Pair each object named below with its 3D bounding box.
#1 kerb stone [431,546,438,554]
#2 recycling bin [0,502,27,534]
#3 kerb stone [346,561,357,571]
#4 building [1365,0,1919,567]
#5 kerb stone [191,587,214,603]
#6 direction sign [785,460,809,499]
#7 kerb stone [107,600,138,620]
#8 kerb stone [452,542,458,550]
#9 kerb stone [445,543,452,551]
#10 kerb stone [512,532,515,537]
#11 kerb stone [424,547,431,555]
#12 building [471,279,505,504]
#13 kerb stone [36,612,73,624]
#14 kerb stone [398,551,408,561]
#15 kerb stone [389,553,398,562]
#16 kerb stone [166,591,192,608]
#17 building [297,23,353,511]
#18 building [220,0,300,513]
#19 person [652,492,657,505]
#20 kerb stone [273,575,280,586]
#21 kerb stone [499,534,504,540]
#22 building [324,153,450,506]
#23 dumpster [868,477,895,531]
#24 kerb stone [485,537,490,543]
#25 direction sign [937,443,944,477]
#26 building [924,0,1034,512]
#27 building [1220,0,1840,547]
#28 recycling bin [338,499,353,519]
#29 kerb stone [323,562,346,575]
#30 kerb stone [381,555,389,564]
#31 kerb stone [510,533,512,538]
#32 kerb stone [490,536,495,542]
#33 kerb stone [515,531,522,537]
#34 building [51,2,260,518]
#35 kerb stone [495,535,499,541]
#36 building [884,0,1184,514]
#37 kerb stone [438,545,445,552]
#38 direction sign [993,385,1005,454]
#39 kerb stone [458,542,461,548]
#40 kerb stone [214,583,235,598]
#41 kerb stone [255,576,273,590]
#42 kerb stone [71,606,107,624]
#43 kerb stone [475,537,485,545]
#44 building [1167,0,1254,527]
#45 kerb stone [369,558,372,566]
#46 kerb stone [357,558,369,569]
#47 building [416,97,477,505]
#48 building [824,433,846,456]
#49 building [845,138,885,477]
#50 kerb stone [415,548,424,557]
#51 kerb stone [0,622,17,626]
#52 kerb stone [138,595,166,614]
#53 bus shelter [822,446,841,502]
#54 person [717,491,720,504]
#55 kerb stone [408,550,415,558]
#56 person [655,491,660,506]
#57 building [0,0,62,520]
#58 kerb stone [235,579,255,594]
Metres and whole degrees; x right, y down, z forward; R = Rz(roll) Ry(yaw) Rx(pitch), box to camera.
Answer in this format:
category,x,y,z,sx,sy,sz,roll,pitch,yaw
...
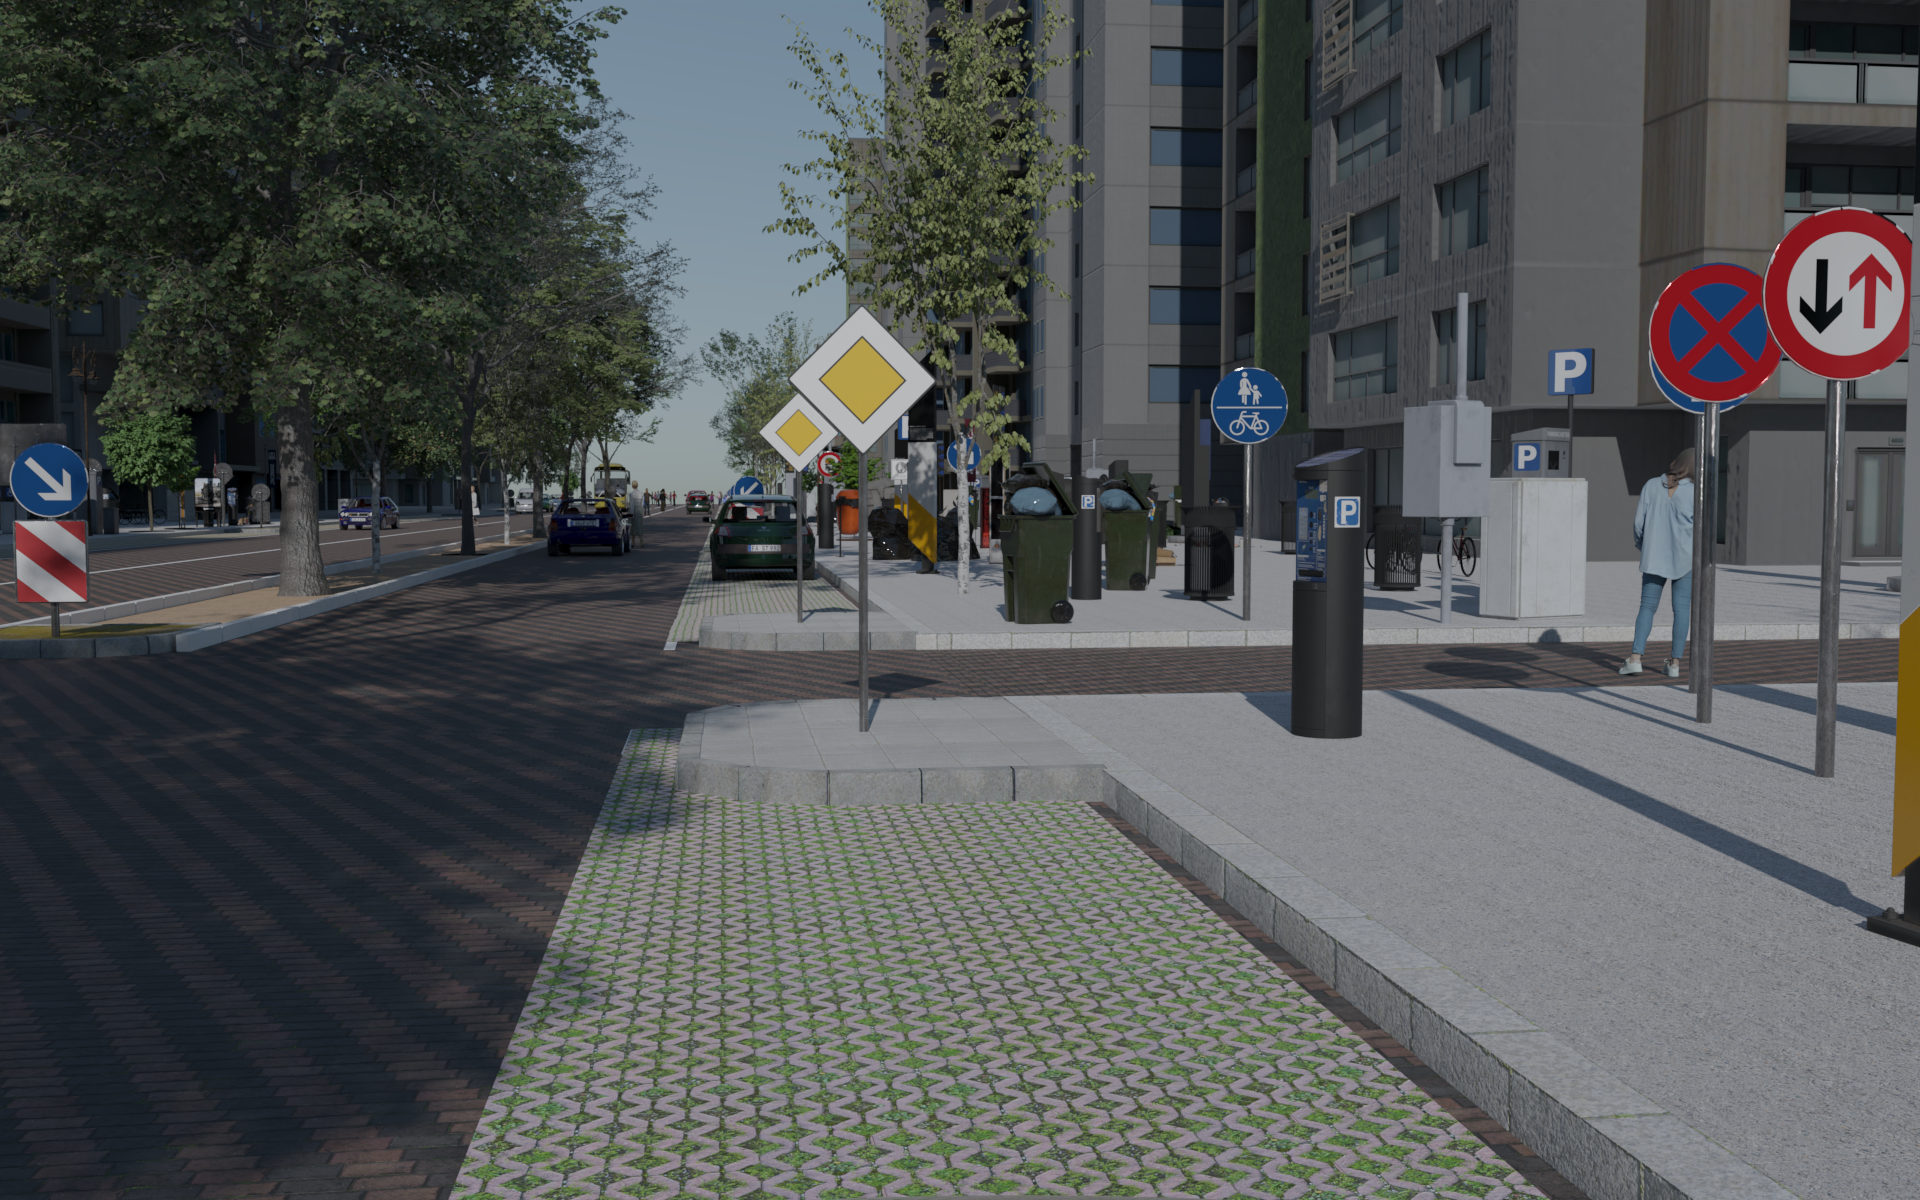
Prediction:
category,x,y,z,sx,sy,sz,roll,pitch,yaw
kerb stone,-12.658,-1.170,41.348,0.120,0.150,1.000,0,4,-8
recycling bin,-30.436,-2.640,55.720,0.722,1.027,0.722,-2,4,-30
kerb stone,-11.423,-0.612,32.206,0.120,0.150,1.000,0,4,-8
building,16.217,-21.509,35.261,14.086,41.232,14.154,0,4,-8
kerb stone,-10.176,-0.052,23.072,0.120,0.150,1.000,0,4,-8
direction sign,-6.078,-4.433,64.471,0.876,3.537,0.379,0,4,-1
kerb stone,-9.765,0.133,20.018,0.120,0.150,1.000,0,4,-8
kerb stone,-13.074,-1.350,44.395,0.120,0.150,1.000,0,4,-8
kerb stone,-12.934,-1.293,43.373,0.120,0.150,1.000,0,4,-8
kerb stone,-14.736,-2.104,56.588,0.120,0.150,1.000,0,4,-8
kerb stone,-12.522,-1.109,40.335,0.120,0.150,1.000,0,4,-8
building,-68.714,-33.473,230.871,14.154,41.232,14.086,0,4,-8
kerb stone,-9.496,0.260,17.988,0.120,0.150,1.000,0,4,-8
kerb stone,-12.098,-0.923,37.281,0.120,0.150,1.000,0,4,-8
kerb stone,-11.974,-0.853,36.264,0.120,0.150,1.000,0,4,-8
kerb stone,-10.035,0.009,22.054,0.120,0.150,1.000,0,4,-8
building,-60.116,-42.703,136.441,20.563,71.187,20.611,0,4,-8
building,-54.763,-28.765,120.423,14.600,45.320,14.200,0,4,-8
person,-38.906,-12.966,221.181,1.217,1.739,0.721,0,4,-2
kerb stone,-10.736,-0.301,27.122,0.120,0.150,1.000,0,4,-8
kerb stone,-14.314,-1.914,53.540,0.120,0.150,1.000,0,4,-8
building,-63.621,-30.769,186.660,14.154,41.232,14.086,0,4,-8
dumpster,-2.714,-3.232,58.601,1.264,1.857,1.865,0,4,-8
kerb stone,-13.898,-1.731,50.489,0.120,0.150,1.000,0,4,-8
direction sign,-1.058,-5.206,77.113,0.876,3.537,0.379,-3,5,-40
building,9.237,-28.219,116.012,22.147,44.769,28.867,0,4,-8
building,15.159,-22.488,51.274,14.154,41.232,14.086,0,4,-8
recycling bin,-31.198,-4.631,88.273,0.722,1.027,0.722,3,5,43
kerb stone,-11.285,-0.548,31.192,0.120,0.150,1.000,0,4,-8
kerb stone,-11.833,-0.798,35.249,0.120,0.150,1.000,0,4,-8
kerb stone,-14.591,-2.041,55.570,0.120,0.150,1.000,0,4,-8
kerb stone,-14.044,-1.793,51.514,0.120,0.150,1.000,0,4,-8
kerb stone,-15.014,-2.228,58.620,0.120,0.150,1.000,0,4,-8
building,-58.039,-31.163,98.754,28.713,52.752,27.495,0,4,-8
kerb stone,-14.180,-1.855,52.527,0.120,0.150,1.000,0,4,-8
building,4.253,-36.800,143.683,21.231,58.520,28.212,0,4,-8
kerb stone,-12.804,-1.233,42.360,0.120,0.150,1.000,0,4,-8
direction sign,0.811,-2.714,36.376,0.379,3.537,0.876,1,4,16
kerb stone,-13.206,-1.420,45.408,0.120,0.150,1.000,0,4,-8
kerb stone,-10.322,-0.108,24.084,0.120,0.150,1.000,0,4,-8
kerb stone,-10.591,-0.236,26.110,0.120,0.150,1.000,0,4,-8
kerb stone,-9.628,0.195,19.001,0.120,0.150,1.000,0,4,-8
kerb stone,-13.760,-1.669,49.477,0.120,0.150,1.000,0,4,-8
building,13.996,-32.902,79.950,21.231,58.520,28.212,0,4,-8
kerb stone,-11.701,-0.733,34.236,0.120,0.150,1.000,0,4,-8
kerb stone,-11.549,-0.674,33.222,0.120,0.150,1.000,0,4,-8
building,-71.759,-35.972,207.753,23.786,49.044,30.456,0,4,-8
building,-4.405,-24.115,239.314,27.650,21.520,28.899,0,4,-8
building,-6.416,-31.735,202.465,14.154,41.232,14.086,0,4,-8
kerb stone,-12.381,-1.042,39.317,0.120,0.150,1.000,0,4,-8
kerb stone,-9.345,0.322,16.974,0.120,0.150,1.000,0,4,-8
kerb stone,-9.898,0.071,21.037,0.120,0.150,1.000,0,4,-8
bus shelter,-6.206,-5.844,86.838,1.731,3.624,6.357,0,4,-8
person,-32.925,-14.010,237.707,1.348,1.807,0.705,3,5,45
kerb stone,-12.251,-0.985,38.303,0.120,0.150,1.000,0,4,-8
person,-36.405,-12.262,208.964,0.705,1.826,1.348,1,4,18
building,-51.903,-27.259,69.380,21.300,48.544,21.600,0,4,-8
kerb stone,-10.459,-0.174,25.097,0.120,0.150,1.000,0,4,-8
